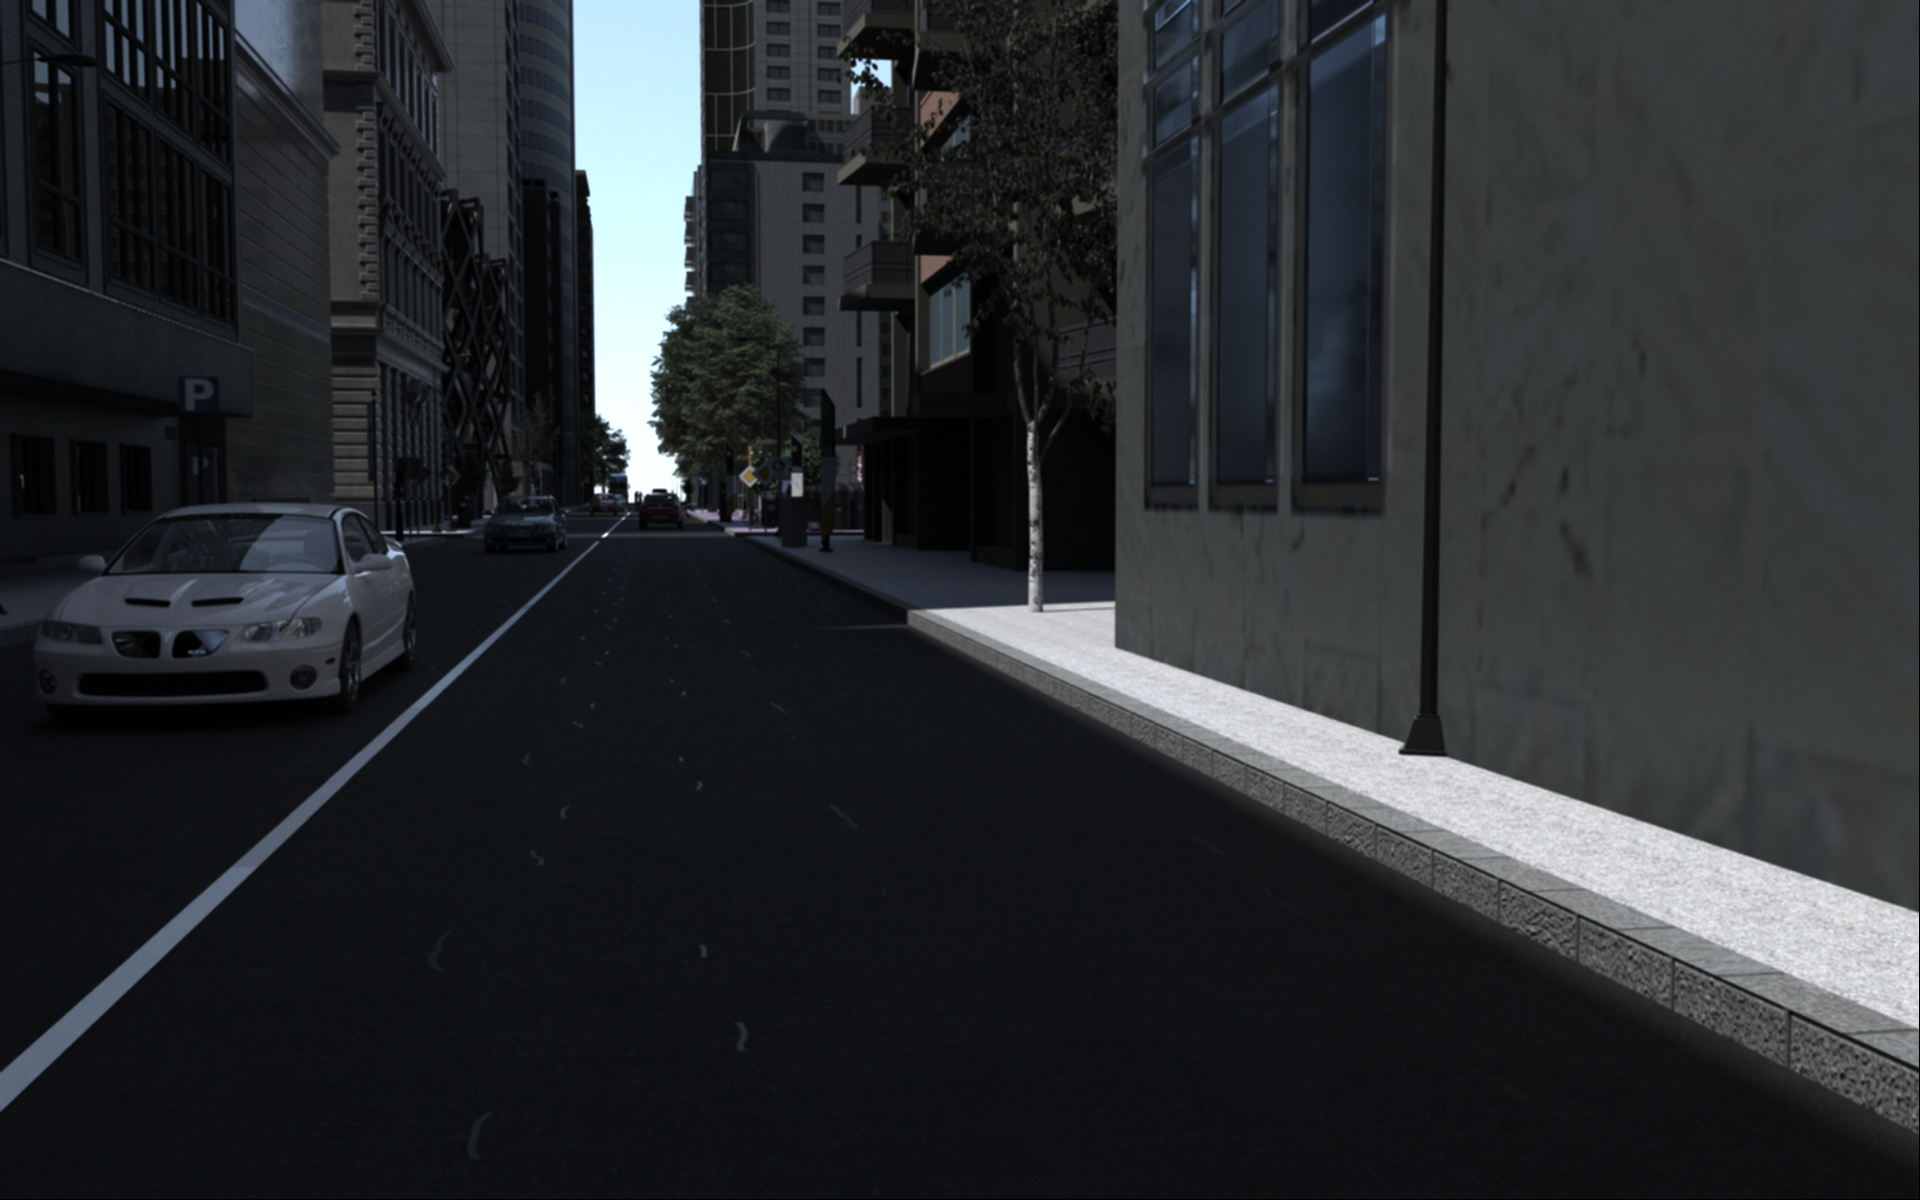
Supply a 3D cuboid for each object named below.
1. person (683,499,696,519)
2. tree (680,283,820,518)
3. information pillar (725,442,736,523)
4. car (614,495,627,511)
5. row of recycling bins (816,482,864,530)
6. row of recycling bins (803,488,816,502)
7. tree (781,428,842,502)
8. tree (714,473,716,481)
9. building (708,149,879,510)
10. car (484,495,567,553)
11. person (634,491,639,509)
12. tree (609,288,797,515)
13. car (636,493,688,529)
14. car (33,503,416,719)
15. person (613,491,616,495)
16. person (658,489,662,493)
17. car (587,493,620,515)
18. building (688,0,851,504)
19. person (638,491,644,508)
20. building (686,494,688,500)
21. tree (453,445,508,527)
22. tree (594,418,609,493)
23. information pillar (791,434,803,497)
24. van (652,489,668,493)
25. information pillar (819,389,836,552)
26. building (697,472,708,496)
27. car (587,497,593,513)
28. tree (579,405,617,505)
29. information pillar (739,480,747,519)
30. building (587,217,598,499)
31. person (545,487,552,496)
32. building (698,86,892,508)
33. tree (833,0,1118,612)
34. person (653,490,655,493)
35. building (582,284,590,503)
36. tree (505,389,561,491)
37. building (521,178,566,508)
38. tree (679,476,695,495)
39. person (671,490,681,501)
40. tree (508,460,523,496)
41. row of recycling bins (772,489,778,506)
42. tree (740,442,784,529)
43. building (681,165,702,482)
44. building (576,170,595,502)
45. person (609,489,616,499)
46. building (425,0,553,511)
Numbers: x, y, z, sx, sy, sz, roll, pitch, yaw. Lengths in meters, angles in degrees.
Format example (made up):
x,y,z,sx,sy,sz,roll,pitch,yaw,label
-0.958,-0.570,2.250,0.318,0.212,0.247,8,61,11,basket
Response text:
x,y,z,sx,sy,sz,roll,pitch,yaw,label
-15.633,-5.161,98.383,1.012,1.151,0.738,2,4,25,person
-11.293,-10.728,93.531,7.486,12.596,7.792,0,3,0,tree
-10.254,-5.264,77.415,0.504,3.616,0.183,2,4,35,information pillar
-29.710,-8.366,149.146,2.083,1.381,4.827,-1,4,-9,car
-3.652,-3.397,62.649,1.069,1.692,3.534,2,4,31,row of recycling bins
-10.792,-7.132,123.714,3.534,1.692,1.069,2,4,28,row of recycling bins
-7.439,-6.252,85.937,4.285,4.588,4.351,0,3,0,tree
-19.478,-11.434,137.312,4.737,8.622,4.395,0,3,0,tree
-14.653,-23.107,149.495,14.160,30.474,14.107,-1,4,-10,building
-10.991,-1.956,43.983,2.014,1.417,4.499,-1,4,-8,car
-31.483,-9.755,168.660,0.551,1.740,0.621,3,5,39,person
-14.559,-12.191,105.970,9.857,13.997,8.962,0,3,0,tree
-12.508,-3.890,72.639,2.155,1.783,4.494,-1,4,-8,car
-5.147,-0.018,12.657,2.083,1.381,4.827,-1,4,-10,car
-31.689,-9.152,158.953,1.217,1.723,0.721,1,4,14,person
-24.259,-8.072,140.114,1.348,1.869,0.705,0,4,2,person
-24.165,-6.628,117.406,2.155,1.783,4.494,-1,4,-12,car
-25.550,-48.271,227.488,20.563,71.187,20.611,-1,4,-10,building
-34.089,-10.715,184.482,1.217,1.735,0.721,2,4,26,person
-28.372,-36.066,281.556,32.217,40.220,23.993,-1,4,-10,building
-19.155,-4.492,68.046,1.663,3.219,1.824,0,3,0,tree
-59.002,-23.233,286.512,9.857,13.997,8.962,0,3,0,tree
-6.397,-4.688,67.997,0.504,3.616,0.183,1,4,19,information pillar
-34.974,-12.083,201.936,2.240,2.365,5.245,-1,4,-9,van
-2.926,-2.874,38.341,0.183,3.616,0.504,-3,4,-36,information pillar
-15.412,-21.462,195.946,27.650,21.520,28.899,-1,4,-10,building
-28.001,-7.478,134.849,1.945,1.354,3.894,-1,4,-11,car
-43.832,-16.812,200.629,9.928,11.665,9.643,0,3,0,tree
-11.112,-5.150,88.688,0.304,2.012,0.304,-3,5,-44,information pillar
-64.025,-37.866,269.223,14.600,45.320,14.200,-1,4,-10,building
-21.691,-5.054,91.234,0.778,1.811,0.616,-1,4,-19,person
-9.391,-29.213,169.508,32.217,40.220,23.993,-1,4,-10,building
0.794,-4.158,18.345,4.360,8.622,3.978,0,3,0,tree
-25.084,-8.147,142.227,1.217,1.766,0.721,-2,4,-26,person
-65.190,-38.353,250.767,21.300,48.544,21.600,-1,4,-10,building
-29.935,-10.441,121.068,4.360,8.622,3.978,0,3,0,tree
-43.499,-23.574,157.136,14.160,30.474,14.107,-1,4,-10,building
-28.523,-11.417,181.264,1.663,3.219,1.824,0,3,0,tree
-22.420,-7.707,135.226,1.217,1.735,0.721,-1,4,-18,person
-25.184,-6.261,96.968,1.663,3.219,1.824,0,3,0,tree
-13.516,-7.715,133.246,1.069,1.692,3.534,-2,4,-31,row of recycling bins
-7.492,-4.271,64.439,1.663,3.219,1.824,0,3,0,tree
-28.915,-38.767,253.453,23.786,49.044,30.456,-1,4,-10,building
-59.503,-34.966,226.311,22.147,44.769,28.867,-1,4,-10,building
-29.323,-8.348,145.005,1.348,1.822,0.705,-3,5,-44,person
-43.740,-42.813,138.249,20.563,71.187,20.611,-1,4,-10,building
